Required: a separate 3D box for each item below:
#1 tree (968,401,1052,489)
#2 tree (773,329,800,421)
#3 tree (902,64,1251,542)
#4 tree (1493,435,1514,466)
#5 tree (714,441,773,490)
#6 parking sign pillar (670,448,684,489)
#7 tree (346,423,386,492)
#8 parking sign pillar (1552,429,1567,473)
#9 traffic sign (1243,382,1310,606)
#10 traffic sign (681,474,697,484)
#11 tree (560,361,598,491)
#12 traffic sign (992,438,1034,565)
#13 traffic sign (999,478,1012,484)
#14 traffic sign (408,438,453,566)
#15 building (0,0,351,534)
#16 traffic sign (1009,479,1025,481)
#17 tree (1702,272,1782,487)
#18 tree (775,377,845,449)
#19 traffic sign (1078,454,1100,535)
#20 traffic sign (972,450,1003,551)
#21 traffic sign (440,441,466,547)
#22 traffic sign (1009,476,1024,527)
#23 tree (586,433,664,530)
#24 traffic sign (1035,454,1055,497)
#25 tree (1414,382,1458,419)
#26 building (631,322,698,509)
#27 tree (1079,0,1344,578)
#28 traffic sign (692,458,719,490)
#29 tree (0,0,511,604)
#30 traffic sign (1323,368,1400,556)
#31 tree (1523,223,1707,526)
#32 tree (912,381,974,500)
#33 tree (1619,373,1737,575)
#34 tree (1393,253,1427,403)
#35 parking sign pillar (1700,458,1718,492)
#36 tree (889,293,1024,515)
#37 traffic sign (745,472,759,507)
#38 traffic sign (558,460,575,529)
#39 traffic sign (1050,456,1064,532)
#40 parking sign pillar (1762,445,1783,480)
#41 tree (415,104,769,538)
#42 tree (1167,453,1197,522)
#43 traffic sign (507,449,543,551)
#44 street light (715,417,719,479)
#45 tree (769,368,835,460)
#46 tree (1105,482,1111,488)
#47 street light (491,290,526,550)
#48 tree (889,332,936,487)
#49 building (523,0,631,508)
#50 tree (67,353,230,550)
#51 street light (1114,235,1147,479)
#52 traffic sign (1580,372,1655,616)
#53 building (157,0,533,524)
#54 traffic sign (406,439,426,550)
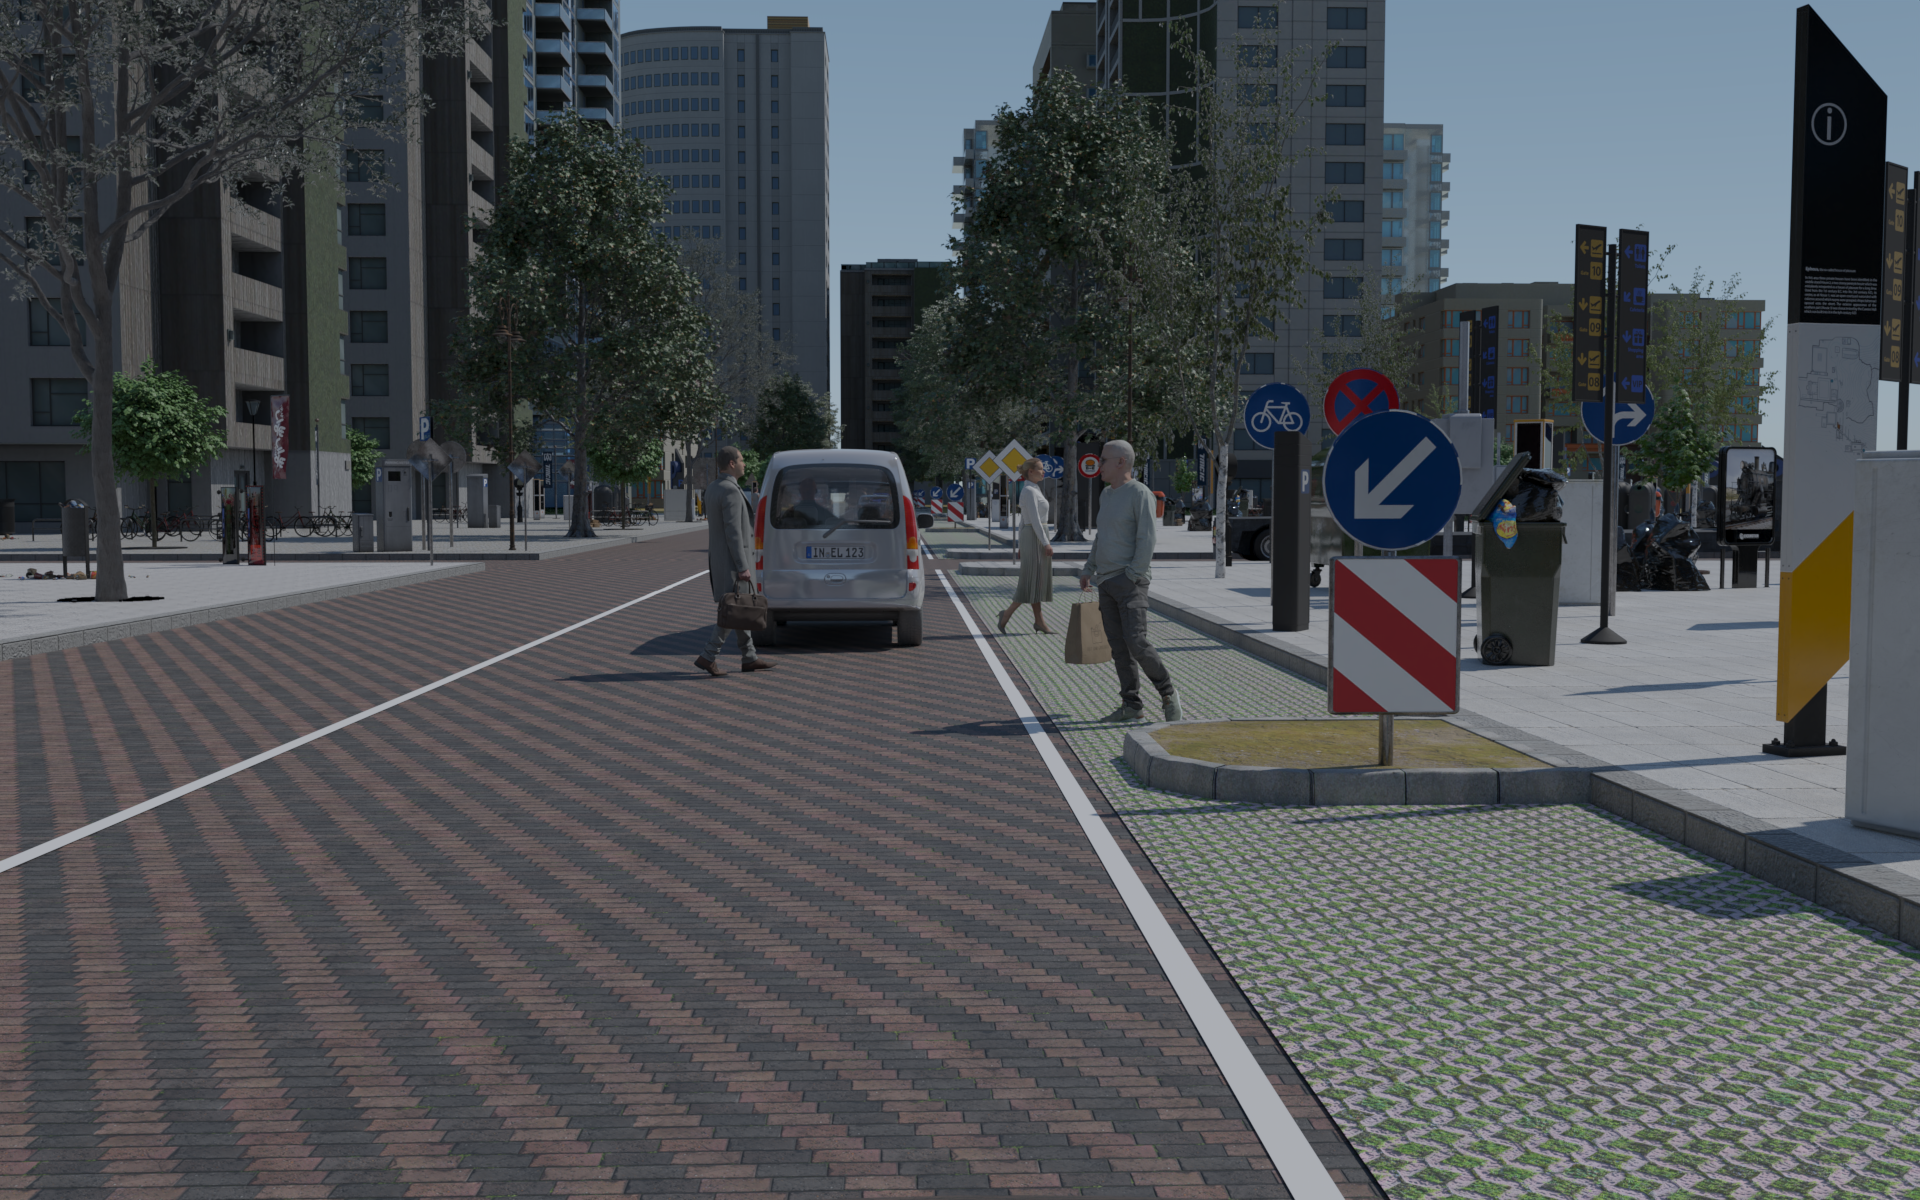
[{"bbox_3d":[1.694,-8.437,88.300,4.360,8.622,3.978,0,3,0],"label":"tree"},{"bbox_3d":[-12.188,-10.263,78.170,12.009,13.543,11.850,0,3,0],"label":"tree"},{"bbox_3d":[3.067,-7.919,46.488,9.611,12.733,9.660,0,3,0],"label":"tree"},{"bbox_3d":[29.705,-6.853,95.758,4.285,4.588,4.351,0,3,0],"label":"tree"},{"bbox_3d":[-13.874,-7.556,107.256,4.285,4.588,4.351,0,3,0],"label":"tree"},{"bbox_3d":[-16.578,-6.921,101.631,1.447,3.967,1.447,-2,4,-27],"label":"parking sign pillar"},{"bbox_3d":[-27.626,-5.773,78.106,4.285,4.588,4.351,0,3,0],"label":"tree"},{"bbox_3d":[24.591,-5.119,72.163,1.447,3.967,1.447,3,5,45],"label":"parking sign pillar"},{"bbox_3d":[3.613,-1.207,19.844,0.768,2.556,0.104,0,4,-1],"label":"traffic sign"},{"bbox_3d":[-14.813,-5.791,94.686,0.884,2.594,0.081,0,4,7],"label":"traffic sign"},{"bbox_3d":[-20.055,-8.810,94.404,4.737,8.622,4.395,0,3,0],"label":"tree"},{"bbox_3d":[0.980,-1.694,31.345,0.795,2.450,0.064,0,4,-2],"label":"traffic sign"},{"bbox_3d":[2.588,-5.918,96.867,0.768,2.556,0.104,0,4,0],"label":"traffic sign"},{"bbox_3d":[-9.457,-1.671,30.958,0.795,2.450,0.064,0,4,-2],"label":"traffic sign"},{"bbox_3d":[-30.925,-17.685,60.855,14.160,30.474,14.107,0,4,-2],"label":"building"},{"bbox_3d":[2.202,-4.296,70.241,0.884,2.594,0.081,0,4,4],"label":"traffic sign"},{"bbox_3d":[24.425,-6.512,56.830,4.737,8.622,4.395,0,3,0],"label":"tree"},{"bbox_3d":[-17.092,-17.134,186.788,9.857,13.997,8.962,0,3,0],"label":"tree"},{"bbox_3d":[4.091,-3.325,54.476,0.768,2.556,0.104,0,4,7],"label":"traffic sign"},{"bbox_3d":[0.667,-2.182,39.324,0.795,2.450,0.064,0,4,-2],"label":"traffic sign"},{"bbox_3d":[-12.290,-2.550,41.798,0.768,2.556,0.104,0,4,6],"label":"traffic sign"},{"bbox_3d":[2.084,-4.154,67.925,0.884,2.594,0.081,0,4,1],"label":"traffic sign"},{"bbox_3d":[-12.125,-4.813,62.403,4.285,4.588,4.351,0,3,0],"label":"tree"},{"bbox_3d":[2.664,-3.383,55.424,0.768,2.556,0.104,0,4,2],"label":"traffic sign"},{"bbox_3d":[31.730,-9.960,113.202,4.737,8.622,4.395,0,3,0],"label":"tree"},{"bbox_3d":[-40.946,-19.547,164.635,28.899,21.520,27.650,0,4,-2],"label":"building"},{"bbox_3d":[3.945,-4.651,26.410,4.360,8.622,3.978,0,3,0],"label":"tree"},{"bbox_3d":[-13.788,-6.286,96.646,2.265,3.308,0.079,0,4,1],"label":"traffic sign"},{"bbox_3d":[-10.327,-6.728,20.381,12.009,13.543,11.850,0,3,0],"label":"tree"},{"bbox_3d":[4.055,-1.069,17.578,0.768,2.556,0.104,0,4,4],"label":"traffic sign"},{"bbox_3d":[17.831,-5.970,47.980,4.737,8.622,4.395,0,3,0],"label":"tree"},{"bbox_3d":[-1.533,-15.873,177.655,7.486,12.596,7.792,0,3,0],"label":"tree"},{"bbox_3d":[11.454,-2.042,27.981,1.663,3.219,1.824,0,3,0],"label":"tree"},{"bbox_3d":[12.506,-6.310,53.537,4.360,8.622,3.978,0,3,0],"label":"tree"},{"bbox_3d":[42.884,-6.736,98.613,1.447,3.967,1.447,-3,4,-37],"label":"parking sign pillar"},{"bbox_3d":[0.398,-12.326,108.185,9.857,13.997,8.962,0,3,0],"label":"tree"},{"bbox_3d":[-12.459,-6.337,103.611,0.884,2.594,0.081,0,4,8],"label":"traffic sign"},{"bbox_3d":[-13.138,-3.490,58.239,0.795,2.450,0.064,0,4,4],"label":"traffic sign"},{"bbox_3d":[3.202,-3.541,57.998,0.768,2.556,0.104,0,4,7],"label":"traffic sign"},{"bbox_3d":[44.515,-6.497,94.700,1.447,3.967,1.447,1,4,16],"label":"parking sign pillar"},{"bbox_3d":[-11.192,-8.212,51.277,9.611,12.733,9.660,0,3,0],"label":"tree"},{"bbox_3d":[10.407,-5.256,80.536,1.663,3.219,1.824,0,3,0],"label":"tree"},{"bbox_3d":[-9.770,-2.159,38.937,0.795,2.450,0.064,0,4,-2],"label":"traffic sign"},{"bbox_3d":[-12.156,-6.949,86.407,0.468,5.910,1.993,0,4,-2],"label":"street light"},{"bbox_3d":[-15.974,-14.728,157.803,9.611,12.733,9.660,0,3,0],"label":"tree"},{"bbox_3d":[8.887,-6.352,98.457,1.663,3.219,1.824,0,3,0],"label":"tree"},{"bbox_3d":[-10.226,-4.074,39.393,0.468,5.910,1.993,0,4,-2],"label":"street light"},{"bbox_3d":[-1.745,-20.600,192.705,12.611,20.169,13.585,0,3,0],"label":"tree"},{"bbox_3d":[-36.130,-49.803,126.958,22.319,86.520,31.000,0,4,-2],"label":"building"},{"bbox_3d":[-19.021,-3.482,40.647,4.285,4.588,4.351,0,3,0],"label":"tree"},{"bbox_3d":[3.040,-3.561,31.002,0.468,5.910,1.993,0,4,-2],"label":"street light"},{"bbox_3d":[6.857,-1.104,18.154,0.768,2.556,0.104,0,4,1],"label":"traffic sign"},{"bbox_3d":[-30.548,-19.389,88.713,14.160,30.474,14.107,0,4,-2],"label":"building"},{"bbox_3d":[-12.299,-2.420,39.669,0.768,2.556,0.104,0,4,1],"label":"traffic sign"}]
